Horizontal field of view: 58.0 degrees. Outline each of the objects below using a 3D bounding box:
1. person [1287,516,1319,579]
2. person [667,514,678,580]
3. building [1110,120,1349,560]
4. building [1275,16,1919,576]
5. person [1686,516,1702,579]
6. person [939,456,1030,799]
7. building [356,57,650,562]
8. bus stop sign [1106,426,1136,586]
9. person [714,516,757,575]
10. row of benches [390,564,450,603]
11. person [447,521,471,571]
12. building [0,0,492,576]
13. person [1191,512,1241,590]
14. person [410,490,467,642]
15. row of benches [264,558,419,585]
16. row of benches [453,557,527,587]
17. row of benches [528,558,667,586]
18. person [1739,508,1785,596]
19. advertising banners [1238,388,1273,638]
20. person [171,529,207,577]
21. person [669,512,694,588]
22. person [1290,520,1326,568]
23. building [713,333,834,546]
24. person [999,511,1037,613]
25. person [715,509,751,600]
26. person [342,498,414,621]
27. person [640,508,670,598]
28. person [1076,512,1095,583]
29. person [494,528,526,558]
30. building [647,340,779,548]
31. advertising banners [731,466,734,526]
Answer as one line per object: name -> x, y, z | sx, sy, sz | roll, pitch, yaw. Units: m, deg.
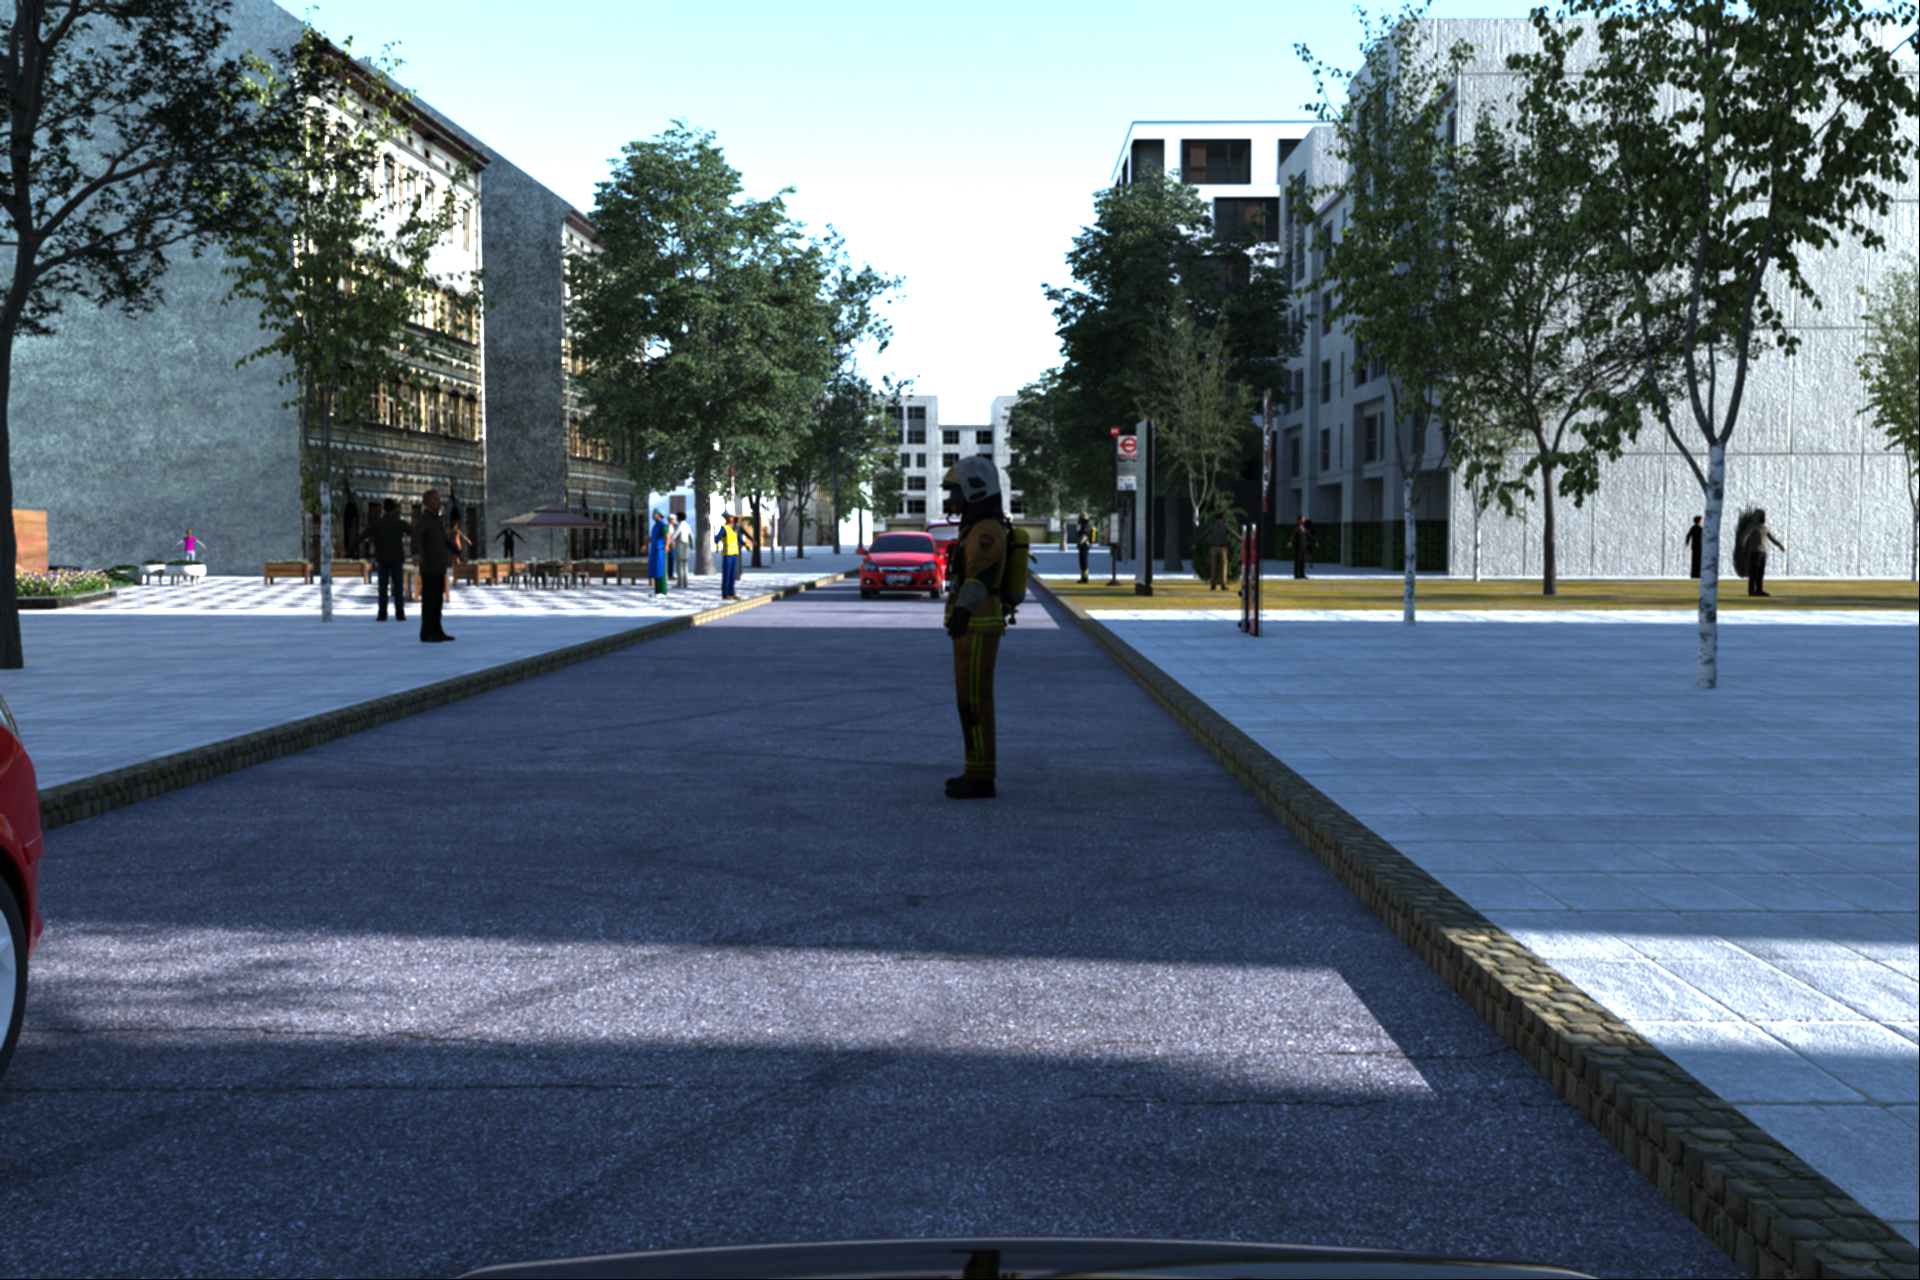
person -> 9.764, -2.651, 49.572 | 1.346, 1.802, 0.704 | -3, 5, -39
person -> -8.118, -2.629, 48.840 | 0.705, 1.847, 1.347 | -1, 4, -8
building -> 22.653, -15.793, 102.194 | 27.936, 21.610, 32.646 | 0, 4, 1
building -> 23.558, -12.331, 68.071 | 16.747, 18.905, 31.486 | 0, 4, 1
person -> 21.278, -2.675, 49.916 | 0.705, 1.806, 1.347 | -1, 4, -10
person -> 0.058, -0.079, 9.518 | 0.705, 1.858, 1.354 | 0, 4, 0
building -> -27.292, -15.809, 89.407 | 19.493, 23.208, 18.063 | 0, 4, 2
bus stop sign -> 4.053, -3.317, 42.932 | 0.855, 3.939, 0.416 | 0, 4, 1
person -> -7.078, -2.975, 54.573 | 1.347, 1.837, 0.705 | -1, 4, -12
row of benches -> -10.686, -1.142, 34.140 | 1.422, 0.672, 4.104 | -2, 4, -24
person -> -17.360, -3.241, 59.793 | 1.217, 1.733, 0.721 | 2, 4, 28
building -> -28.847, -14.086, 61.237 | 19.493, 23.208, 18.063 | 0, 4, 2
person -> 5.953, -2.046, 39.732 | 1.348, 1.796, 0.705 | 1, 4, 19
person -> -6.266, -0.886, 20.667 | 0.705, 1.807, 1.348 | 0, 4, 8
row of benches -> -15.569, -1.763, 44.281 | 4.104, 0.672, 1.422 | 0, 4, -8
row of benches -> -11.905, -1.753, 44.123 | 1.422, 0.672, 4.104 | 0, 4, 3
row of benches -> -9.113, -1.729, 43.734 | 4.104, 0.672, 1.422 | 2, 4, 28
person -> 16.546, -1.818, 35.848 | 1.348, 1.813, 0.705 | -2, 4, -28
advertising banners -> 3.718, -1.568, 21.824 | 0.090, 3.025, 2.074 | 0, 4, 0
person -> -23.005, -2.595, 51.701 | 0.991, 1.433, 0.599 | -2, 4, -29
person -> -6.641, -2.138, 41.141 | 0.705, 1.806, 1.347 | 1, 4, 21
person -> 13.280, -3.668, 66.116 | 1.345, 1.843, 0.704 | 1, 4, 18
building -> -24.032, -22.053, 191.501 | 19.493, 23.208, 18.063 | 0, 4, 2
person -> 0.836, -1.422, 31.472 | 1.354, 1.858, 0.705 | 3, 5, 44
person -> -4.460, -1.681, 33.954 | 0.721, 1.772, 1.216 | 2, 4, 24
person -> -8.436, -1.197, 25.641 | 1.348, 1.821, 0.705 | -1, 4, -20
person -> -6.141, -1.775, 35.156 | 0.704, 1.817, 1.347 | -2, 4, -32
person -> 3.218, -2.426, 45.449 | 0.705, 1.856, 1.354 | 0, 4, 7
person -> -17.124, -3.615, 65.818 | 1.216, 1.740, 0.721 | -2, 4, -30
building -> -24.054, -18.983, 166.790 | 16.016, 20.090, 11.380 | 0, 4, 1
advertising banners -> -5.878, -2.929, 44.075 | 0.090, 3.025, 2.074 | 0, 4, 0
